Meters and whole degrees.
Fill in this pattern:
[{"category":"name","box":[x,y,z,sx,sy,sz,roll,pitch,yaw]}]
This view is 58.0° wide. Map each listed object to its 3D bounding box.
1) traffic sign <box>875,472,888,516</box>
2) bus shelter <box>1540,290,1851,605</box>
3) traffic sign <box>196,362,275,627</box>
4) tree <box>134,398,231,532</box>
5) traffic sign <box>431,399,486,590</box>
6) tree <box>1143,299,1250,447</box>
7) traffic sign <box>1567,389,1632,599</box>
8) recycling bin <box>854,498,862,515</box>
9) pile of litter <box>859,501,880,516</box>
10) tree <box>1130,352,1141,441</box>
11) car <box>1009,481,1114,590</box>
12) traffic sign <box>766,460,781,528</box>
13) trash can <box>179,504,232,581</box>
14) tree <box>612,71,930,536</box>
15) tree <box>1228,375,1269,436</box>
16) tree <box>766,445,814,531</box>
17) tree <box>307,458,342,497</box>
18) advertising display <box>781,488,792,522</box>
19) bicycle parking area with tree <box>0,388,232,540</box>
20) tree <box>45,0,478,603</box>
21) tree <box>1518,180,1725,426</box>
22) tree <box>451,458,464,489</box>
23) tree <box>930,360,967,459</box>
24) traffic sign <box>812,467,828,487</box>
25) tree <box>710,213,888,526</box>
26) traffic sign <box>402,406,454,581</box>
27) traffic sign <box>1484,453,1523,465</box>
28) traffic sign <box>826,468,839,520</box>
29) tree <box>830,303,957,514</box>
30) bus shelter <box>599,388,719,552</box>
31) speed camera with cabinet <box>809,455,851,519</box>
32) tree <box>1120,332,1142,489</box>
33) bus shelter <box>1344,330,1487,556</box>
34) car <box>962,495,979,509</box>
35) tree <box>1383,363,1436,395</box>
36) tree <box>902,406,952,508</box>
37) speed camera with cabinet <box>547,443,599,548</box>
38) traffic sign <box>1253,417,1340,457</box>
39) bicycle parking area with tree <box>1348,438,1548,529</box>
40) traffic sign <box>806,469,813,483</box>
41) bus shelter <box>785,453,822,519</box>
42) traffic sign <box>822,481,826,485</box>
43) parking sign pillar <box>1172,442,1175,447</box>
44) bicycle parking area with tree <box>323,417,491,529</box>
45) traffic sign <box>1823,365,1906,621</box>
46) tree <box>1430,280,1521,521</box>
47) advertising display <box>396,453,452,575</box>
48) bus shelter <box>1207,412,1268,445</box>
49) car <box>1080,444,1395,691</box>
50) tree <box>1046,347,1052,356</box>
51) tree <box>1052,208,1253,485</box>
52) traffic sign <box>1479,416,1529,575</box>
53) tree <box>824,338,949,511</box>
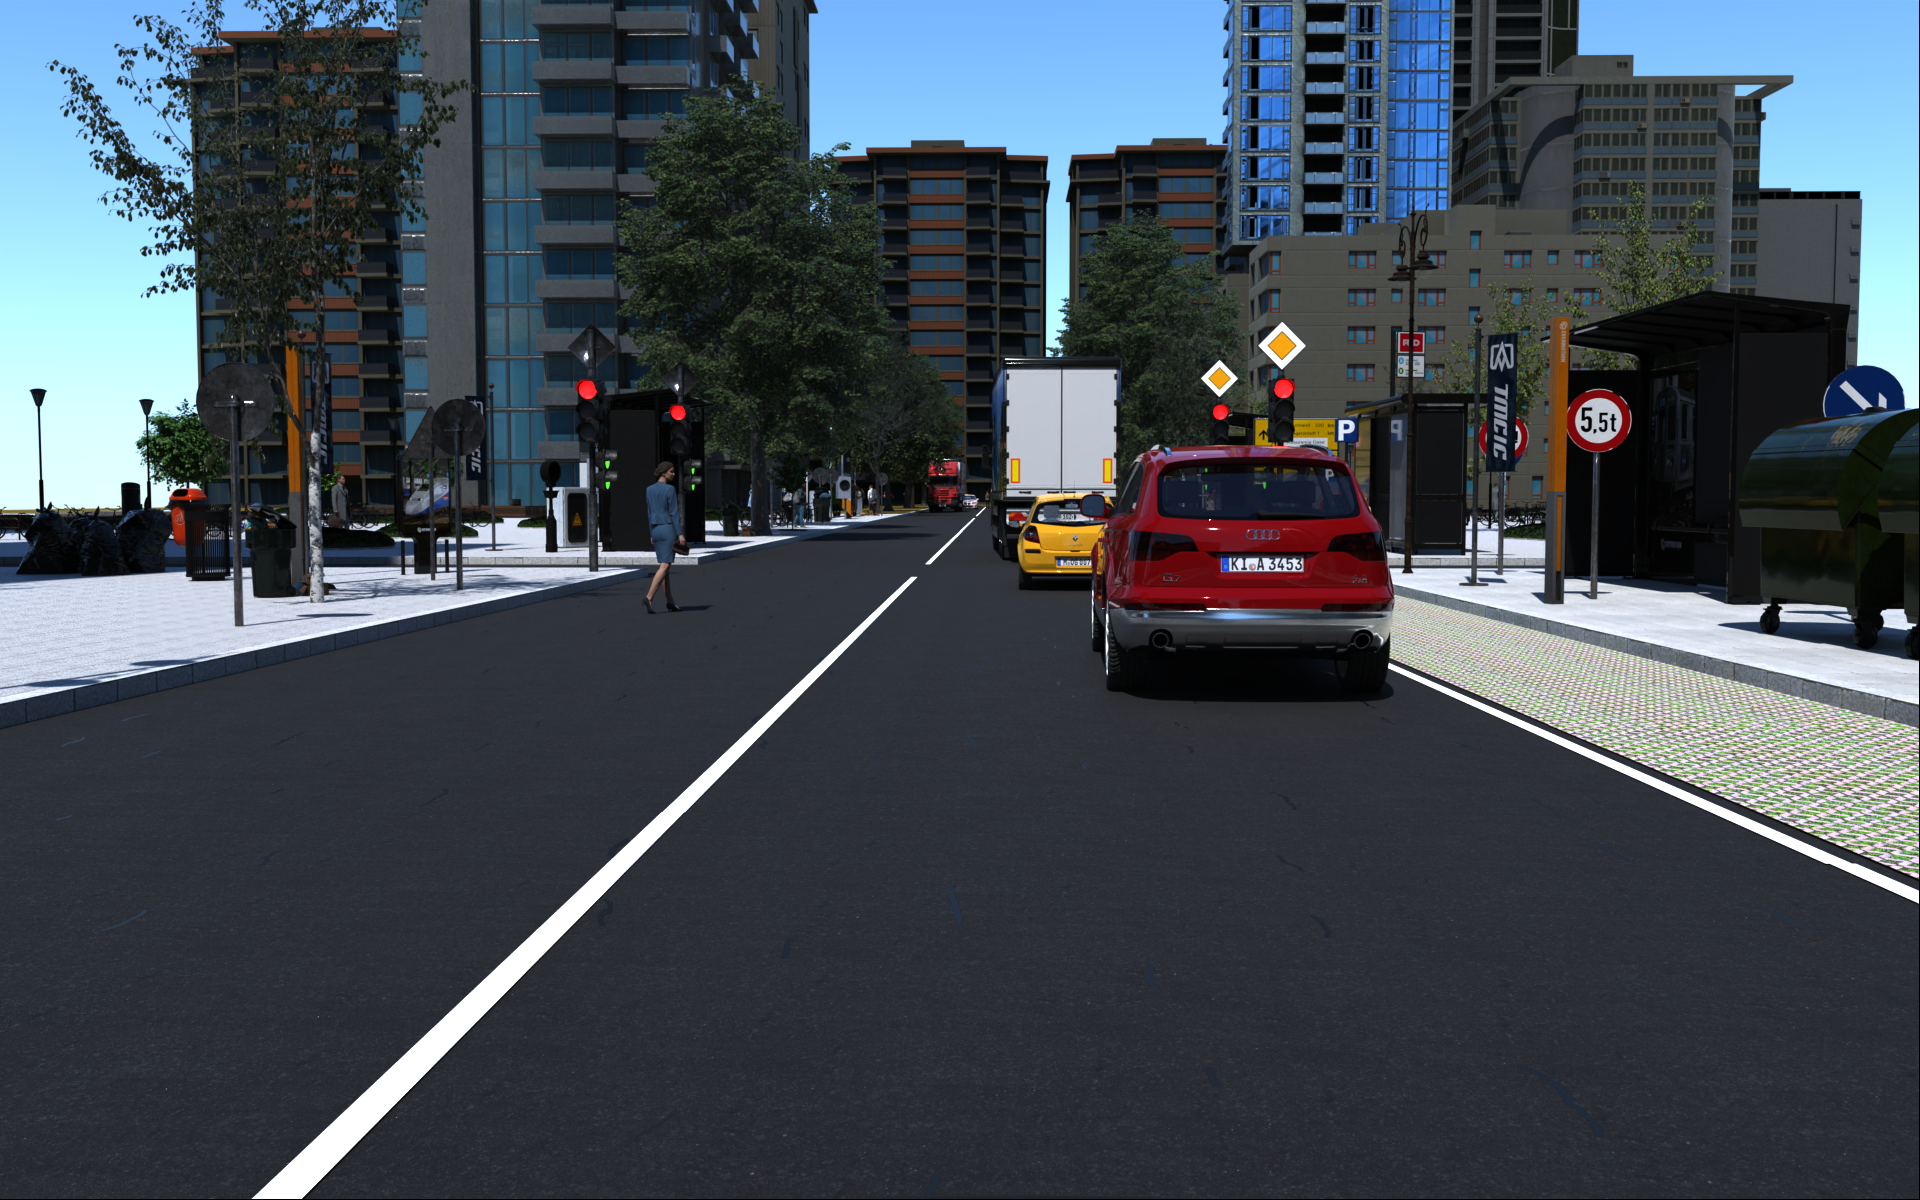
[{"category":"traffic sign","box":[-4.610,-6.237,102.085,0.768,2.556,0.104,0,4,2]},{"category":"bus shelter","box":[9.527,-1.946,23.097,1.731,3.624,6.357,0,4,1]},{"category":"traffic sign","box":[-6.995,-1.017,16.729,0.768,2.556,0.104,0,4,2]},{"category":"tree","box":[-26.471,-4.627,59.368,4.285,4.588,4.351,0,3,0]},{"category":"traffic sign","box":[-6.714,-1.411,23.169,0.768,2.556,0.104,1,4,10]},{"category":"tree","box":[8.800,-7.109,66.597,4.360,8.622,3.978,0,3,0]},{"category":"traffic sign","box":[7.732,-1.281,21.053,0.768,2.556,0.104,1,4,8]},{"category":"recycling bin","box":[-6.555,-5.820,107.710,0.722,1.027,0.722,2,4,32]},{"category":"pile of litter","box":[-5.405,-5.486,103.662,1.176,0.858,1.719,-1,4,-17]},{"category":"tree","box":[9.581,-12.433,121.406,7.486,12.596,7.792,0,3,0]},{"category":"car","box":[1.767,-1.046,27.332,2.015,1.641,3.980,0,4,2]},{"category":"traffic sign","box":[-7.040,-3.953,64.742,0.768,2.556,0.104,0,4,8]},{"category":"trash can","box":[-11.157,-0.858,25.679,0.748,1.137,0.748,0,3,0]},{"category":"tree","box":[-6.121,-8.947,52.944,9.857,13.997,8.962,0,3,0]},{"category":"tree","box":[18.474,-9.553,106.558,4.737,8.622,4.395,0,3,0]},{"category":"tree","box":[-6.010,-4.040,60.659,1.663,3.219,1.824,0,3,0]},{"category":"tree","box":[-21.399,-3.847,57.499,1.663,3.219,1.824,0,3,0]},{"category":"advertising display","box":[-7.748,-4.551,79.625,0.974,1.923,0.123,-2,4,-23]},{"category":"bicycle parking area with tree","box":[-24.969,-3.846,49.878,9.016,4.147,8.231,1,4,19]},{"category":"tree","box":[-7.821,-4.270,20.179,4.360,8.622,3.978,0,3,0]},{"category":"tree","box":[16.178,-5.503,40.331,4.737,8.622,4.395,0,3,0]},{"category":"tree","box":[-33.085,-7.740,110.257,4.285,4.588,4.351,0,3,0]},{"category":"tree","box":[-4.692,-15.140,154.193,9.857,13.997,8.962,0,3,0]},{"category":"traffic sign","box":[-6.682,-5.055,82.754,0.768,2.556,0.104,0,4,6]},{"category":"tree","box":[-6.286,-9.304,70.250,7.486,12.596,7.792,0,3,0]},{"category":"traffic sign","box":[-7.825,-1.569,25.650,0.884,2.594,0.081,0,4,4]},{"category":"traffic sign","box":[11.001,-2.142,35.131,0.768,2.556,0.104,0,4,7]},{"category":"traffic sign","box":[-6.352,-5.216,85.382,0.768,2.556,0.104,0,4,3]},{"category":"tree","box":[-5.423,-12.295,111.399,12.009,13.543,11.850,0,3,0]},{"category":"bus shelter","box":[-7.132,-3.072,41.518,1.731,3.624,6.357,0,4,1]},{"category":"speed camera with cabinet","box":[-6.576,-5.715,87.778,2.038,3.252,0.660,-1,4,-18]},{"category":"tree","box":[10.094,-11.100,107.236,9.928,11.665,9.643,0,3,0]},{"category":"bus shelter","box":[10.332,-3.831,40.266,2.179,5.291,8.768,0,4,1]},{"category":"car","box":[0.762,-9.221,163.129,2.083,1.381,4.827,0,4,2]},{"category":"tree","box":[23.985,-8.620,91.301,4.360,8.622,3.978,0,3,0]},{"category":"tree","box":[-4.590,-14.619,164.771,9.928,11.665,9.643,0,3,0]},{"category":"speed camera with cabinet","box":[-9.058,-2.904,41.820,0.660,3.252,2.038,2,4,31]},{"category":"traffic sign","box":[8.942,-3.196,46.133,2.265,3.308,0.079,0,4,5]},{"category":"bicycle parking area with tree","box":[20.469,-4.874,66.690,9.016,4.147,8.231,2,4,34]},{"category":"traffic sign","box":[-7.430,-5.155,84.015,0.795,2.593,0.064,1,4,9]},{"category":"bus shelter","box":[-8.188,-6.196,92.588,1.731,3.624,6.357,0,4,1]},{"category":"traffic sign","box":[-8.115,-6.151,100.682,0.768,2.556,0.104,0,4,3]},{"category":"parking sign pillar","box":[10.421,-6.135,88.787,1.447,3.967,1.447,-1,4,-15]},{"category":"bicycle parking area with tree","box":[-23.288,-4.839,66.112,8.231,4.147,9.016,3,5,42]},{"category":"traffic sign","box":[8.957,-1.048,17.245,0.768,2.556,0.104,1,4,9]},{"category":"tree","box":[18.151,-6.592,58.147,4.737,8.622,4.395,0,3,0]},{"category":"advertising display","box":[-8.596,-1.382,27.808,0.123,1.923,0.974,3,4,36]},{"category":"bus shelter","box":[8.705,-3.742,52.462,1.731,3.624,6.357,0,4,1]},{"category":"car","box":[2.137,-0.335,14.146,2.281,1.827,5.304,0,4,2]},{"category":"tree","box":[9.279,-11.555,95.579,9.857,13.997,8.962,0,3,0]},{"category":"tree","box":[8.759,-10.444,77.414,9.857,13.997,8.962,0,3,0]},{"category":"traffic sign","box":[8.564,-1.668,27.375,0.768,2.556,0.104,1,4,8]},{"category":"tree","box":[-5.423,-12.884,127.668,9.611,12.733,9.660,0,3,0]}]
